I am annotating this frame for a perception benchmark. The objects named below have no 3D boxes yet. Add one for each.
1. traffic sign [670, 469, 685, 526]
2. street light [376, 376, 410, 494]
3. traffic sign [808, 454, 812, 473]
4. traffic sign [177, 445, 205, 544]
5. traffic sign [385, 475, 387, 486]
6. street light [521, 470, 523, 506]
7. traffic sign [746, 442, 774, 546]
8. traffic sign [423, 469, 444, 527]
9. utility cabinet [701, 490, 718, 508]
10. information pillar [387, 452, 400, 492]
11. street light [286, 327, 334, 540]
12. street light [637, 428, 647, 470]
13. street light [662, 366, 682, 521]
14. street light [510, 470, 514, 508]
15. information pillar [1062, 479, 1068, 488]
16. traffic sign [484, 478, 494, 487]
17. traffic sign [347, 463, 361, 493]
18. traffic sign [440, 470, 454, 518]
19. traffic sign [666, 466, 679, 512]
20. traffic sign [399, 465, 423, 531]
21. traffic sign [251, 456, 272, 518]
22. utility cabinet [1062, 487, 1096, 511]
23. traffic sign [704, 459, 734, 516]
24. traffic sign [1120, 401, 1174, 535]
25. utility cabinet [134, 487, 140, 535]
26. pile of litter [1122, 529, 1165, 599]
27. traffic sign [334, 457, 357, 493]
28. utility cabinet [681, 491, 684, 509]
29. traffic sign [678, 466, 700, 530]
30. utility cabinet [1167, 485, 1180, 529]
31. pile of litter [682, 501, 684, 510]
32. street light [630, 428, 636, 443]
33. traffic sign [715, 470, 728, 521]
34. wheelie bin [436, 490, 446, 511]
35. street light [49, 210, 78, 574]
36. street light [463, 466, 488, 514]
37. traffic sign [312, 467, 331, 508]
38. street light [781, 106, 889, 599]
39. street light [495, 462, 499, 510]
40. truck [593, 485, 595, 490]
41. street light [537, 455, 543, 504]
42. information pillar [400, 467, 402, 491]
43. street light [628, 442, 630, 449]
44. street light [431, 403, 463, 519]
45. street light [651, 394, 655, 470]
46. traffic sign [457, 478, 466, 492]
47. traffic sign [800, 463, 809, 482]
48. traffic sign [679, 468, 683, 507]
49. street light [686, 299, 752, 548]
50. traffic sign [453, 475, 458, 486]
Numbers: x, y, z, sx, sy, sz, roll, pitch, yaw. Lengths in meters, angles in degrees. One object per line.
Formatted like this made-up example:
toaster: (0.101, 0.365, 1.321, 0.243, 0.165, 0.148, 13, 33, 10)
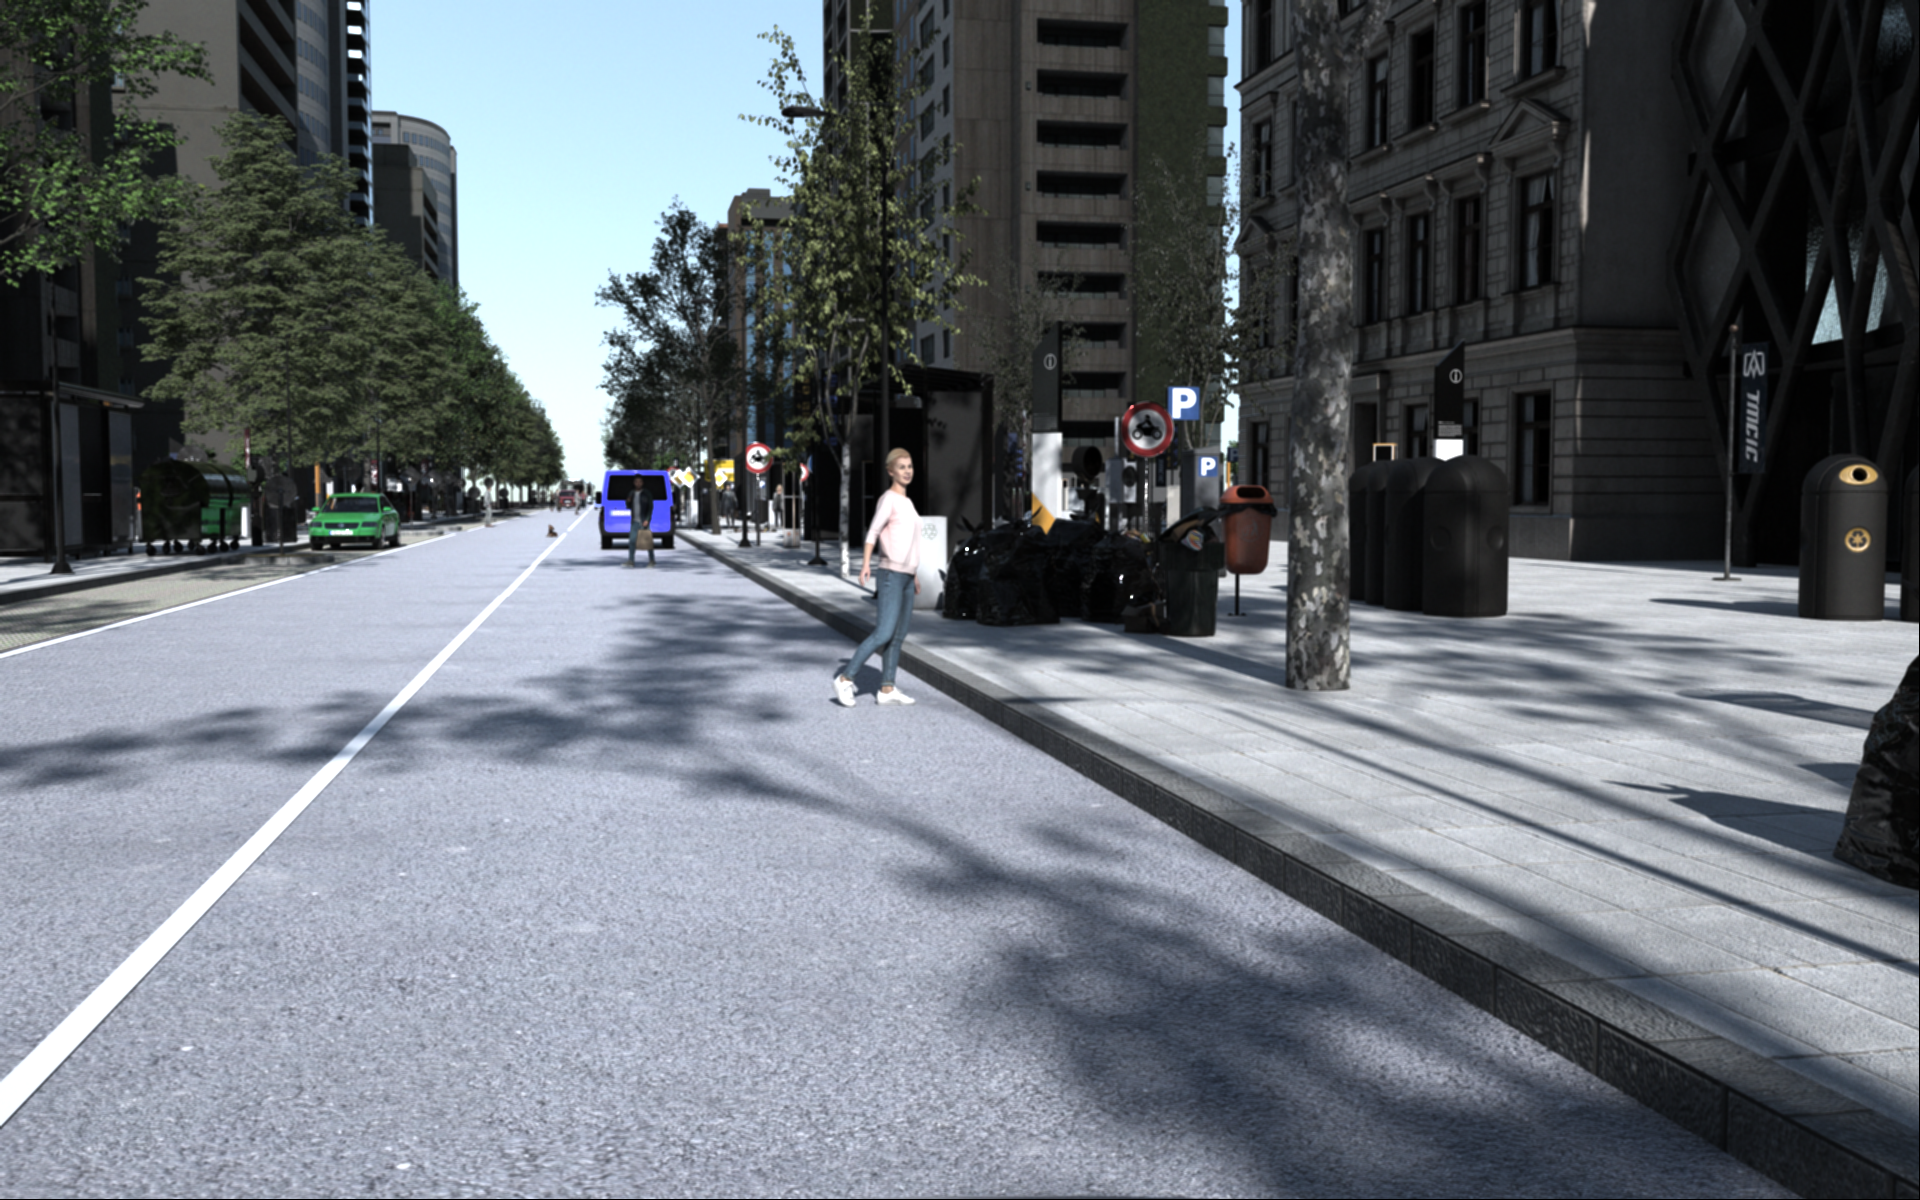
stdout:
traffic sign: (-11.286, -4.047, 69.803, 0.795, 2.450, 0.064, -1, 4, -12)
street light: (-22.229, -5.831, 67.883, 1.470, 5.913, 1.316, -1, 4, -12)
traffic sign: (-4.063, -3.094, 50.690, 0.768, 2.556, 0.104, 0, 4, -5)
traffic sign: (-19.773, -2.724, 44.644, 0.768, 2.556, 0.104, -1, 4, -9)
traffic sign: (-30.556, -5.560, 93.041, 0.606, 2.300, 0.079, -1, 4, -9)
street light: (-41.626, -11.645, 162.944, 1.470, 5.913, 1.316, -1, 4, -12)
traffic sign: (-4.984, -2.609, 42.766, 0.768, 2.556, 0.104, -1, 4, -11)
traffic sign: (-20.641, -3.931, 67.912, 0.795, 2.450, 0.064, -1, 4, -12)
utility cabinet: (-14.852, -5.760, 102.857, 1.173, 1.500, 0.318, 0, 4, -3)
information pillar: (-29.485, -6.026, 89.874, 0.504, 3.616, 0.183, 1, 4, 8)
street light: (-18.087, -4.626, 48.180, 1.470, 5.913, 1.316, -1, 4, -12)
street light: (-17.947, -7.877, 101.322, 1.470, 5.913, 1.316, -1, 4, -12)
street light: (-9.880, -5.465, 61.892, 1.470, 5.913, 1.316, -1, 4, -12)
street light: (-37.561, -10.390, 142.416, 1.470, 5.913, 1.316, -1, 4, -12)
information pillar: (5.218, -5.053, 87.107, 0.304, 2.012, 0.304, -1, 4, -19)
traffic sign: (-36.771, -8.263, 135.199, 0.768, 2.556, 0.104, -1, 4, -9)
traffic sign: (-23.909, -4.153, 68.002, 0.768, 2.556, 0.104, 0, 4, -6)
traffic sign: (-27.574, -5.688, 93.097, 0.768, 2.556, 0.104, -1, 4, -10)
traffic sign: (-13.222, -4.889, 80.048, 0.768, 2.556, 0.104, 0, 4, -2)
traffic sign: (-19.036, -3.452, 60.090, 0.795, 2.450, 0.064, -1, 4, -12)
traffic sign: (-18.913, -2.734, 46.828, 0.606, 2.300, 0.079, 0, 4, -3)
utility cabinet: (3.937, -2.988, 57.533, 1.173, 1.500, 0.318, -2, 4, -25)
traffic sign: (-13.830, -6.572, 101.317, 2.265, 3.308, 0.079, 0, 4, -3)
traffic sign: (2.561, -1.454, 23.874, 0.768, 2.556, 0.104, -1, 4, -11)
utility cabinet: (-25.338, -2.703, 52.875, 0.318, 1.500, 1.173, -1, 4, -12)
pile of litter: (2.203, -0.462, 21.511, 1.719, 0.858, 1.176, 2, 4, 28)
traffic sign: (-21.121, -3.635, 59.538, 0.768, 2.556, 0.104, 0, 4, -4)
utility cabinet: (-22.354, -7.873, 137.403, 1.173, 1.500, 0.318, 3, 5, 43)
traffic sign: (-9.682, -3.568, 61.981, 0.795, 2.450, 0.064, -1, 4, -12)
utility cabinet: (5.894, -2.179, 44.313, 1.173, 1.500, 0.318, 2, 4, 25)
pile of litter: (-21.241, -7.441, 135.619, 1.719, 0.858, 1.176, 3, 4, 38)
street light: (-22.308, -9.153, 122.195, 1.470, 5.913, 1.316, -1, 4, -12)
traffic sign: (-11.589, -5.028, 83.397, 0.795, 2.450, 0.064, -1, 4, -8)
wheelie bin: (-38.285, -7.340, 127.910, 0.693, 1.594, 0.980, 0, 4, -4)
street light: (-13.892, -3.376, 27.738, 1.470, 5.913, 1.316, -1, 4, -12)
street light: (-30.769, -8.364, 109.298, 1.470, 5.913, 1.316, -1, 4, -12)
traffic sign: (-30.567, -5.074, 82.962, 0.884, 2.594, 0.081, 0, 4, -4)
street light: (-1.448, -2.964, 21.003, 1.470, 5.913, 1.316, -1, 4, -12)
street light: (-34.869, -9.616, 129.760, 1.470, 5.913, 1.316, -1, 4, -12)
truck: (-63.075, -18.032, 290.752, 3.469, 3.379, 9.791, -1, 4, -12)
street light: (-49.998, -14.146, 203.832, 1.470, 5.913, 1.316, -1, 4, -12)
information pillar: (-42.969, -8.646, 132.720, 0.504, 3.616, 0.183, 1, 4, 15)
street light: (-26.406, -10.409, 142.725, 1.470, 5.913, 1.316, -1, 4, -12)
street light: (-26.451, -7.108, 88.759, 1.470, 5.913, 1.316, -1, 4, -12)
street light: (-13.727, -6.627, 80.885, 1.470, 5.913, 1.316, -1, 4, -12)
traffic sign: (-40.487, -8.597, 140.668, 0.768, 2.556, 0.104, 0, 4, -4)
traffic sign: (-6.619, -4.363, 71.449, 0.768, 2.556, 0.104, 0, 4, -3)
traffic sign: (-13.842, -5.209, 85.269, 0.768, 2.556, 0.104, 0, 4, -4)
street light: (-5.710, -4.213, 41.432, 1.470, 5.913, 1.316, -1, 4, -12)
traffic sign: (-33.843, -7.054, 115.443, 0.768, 2.556, 0.104, -1, 4, -10)
